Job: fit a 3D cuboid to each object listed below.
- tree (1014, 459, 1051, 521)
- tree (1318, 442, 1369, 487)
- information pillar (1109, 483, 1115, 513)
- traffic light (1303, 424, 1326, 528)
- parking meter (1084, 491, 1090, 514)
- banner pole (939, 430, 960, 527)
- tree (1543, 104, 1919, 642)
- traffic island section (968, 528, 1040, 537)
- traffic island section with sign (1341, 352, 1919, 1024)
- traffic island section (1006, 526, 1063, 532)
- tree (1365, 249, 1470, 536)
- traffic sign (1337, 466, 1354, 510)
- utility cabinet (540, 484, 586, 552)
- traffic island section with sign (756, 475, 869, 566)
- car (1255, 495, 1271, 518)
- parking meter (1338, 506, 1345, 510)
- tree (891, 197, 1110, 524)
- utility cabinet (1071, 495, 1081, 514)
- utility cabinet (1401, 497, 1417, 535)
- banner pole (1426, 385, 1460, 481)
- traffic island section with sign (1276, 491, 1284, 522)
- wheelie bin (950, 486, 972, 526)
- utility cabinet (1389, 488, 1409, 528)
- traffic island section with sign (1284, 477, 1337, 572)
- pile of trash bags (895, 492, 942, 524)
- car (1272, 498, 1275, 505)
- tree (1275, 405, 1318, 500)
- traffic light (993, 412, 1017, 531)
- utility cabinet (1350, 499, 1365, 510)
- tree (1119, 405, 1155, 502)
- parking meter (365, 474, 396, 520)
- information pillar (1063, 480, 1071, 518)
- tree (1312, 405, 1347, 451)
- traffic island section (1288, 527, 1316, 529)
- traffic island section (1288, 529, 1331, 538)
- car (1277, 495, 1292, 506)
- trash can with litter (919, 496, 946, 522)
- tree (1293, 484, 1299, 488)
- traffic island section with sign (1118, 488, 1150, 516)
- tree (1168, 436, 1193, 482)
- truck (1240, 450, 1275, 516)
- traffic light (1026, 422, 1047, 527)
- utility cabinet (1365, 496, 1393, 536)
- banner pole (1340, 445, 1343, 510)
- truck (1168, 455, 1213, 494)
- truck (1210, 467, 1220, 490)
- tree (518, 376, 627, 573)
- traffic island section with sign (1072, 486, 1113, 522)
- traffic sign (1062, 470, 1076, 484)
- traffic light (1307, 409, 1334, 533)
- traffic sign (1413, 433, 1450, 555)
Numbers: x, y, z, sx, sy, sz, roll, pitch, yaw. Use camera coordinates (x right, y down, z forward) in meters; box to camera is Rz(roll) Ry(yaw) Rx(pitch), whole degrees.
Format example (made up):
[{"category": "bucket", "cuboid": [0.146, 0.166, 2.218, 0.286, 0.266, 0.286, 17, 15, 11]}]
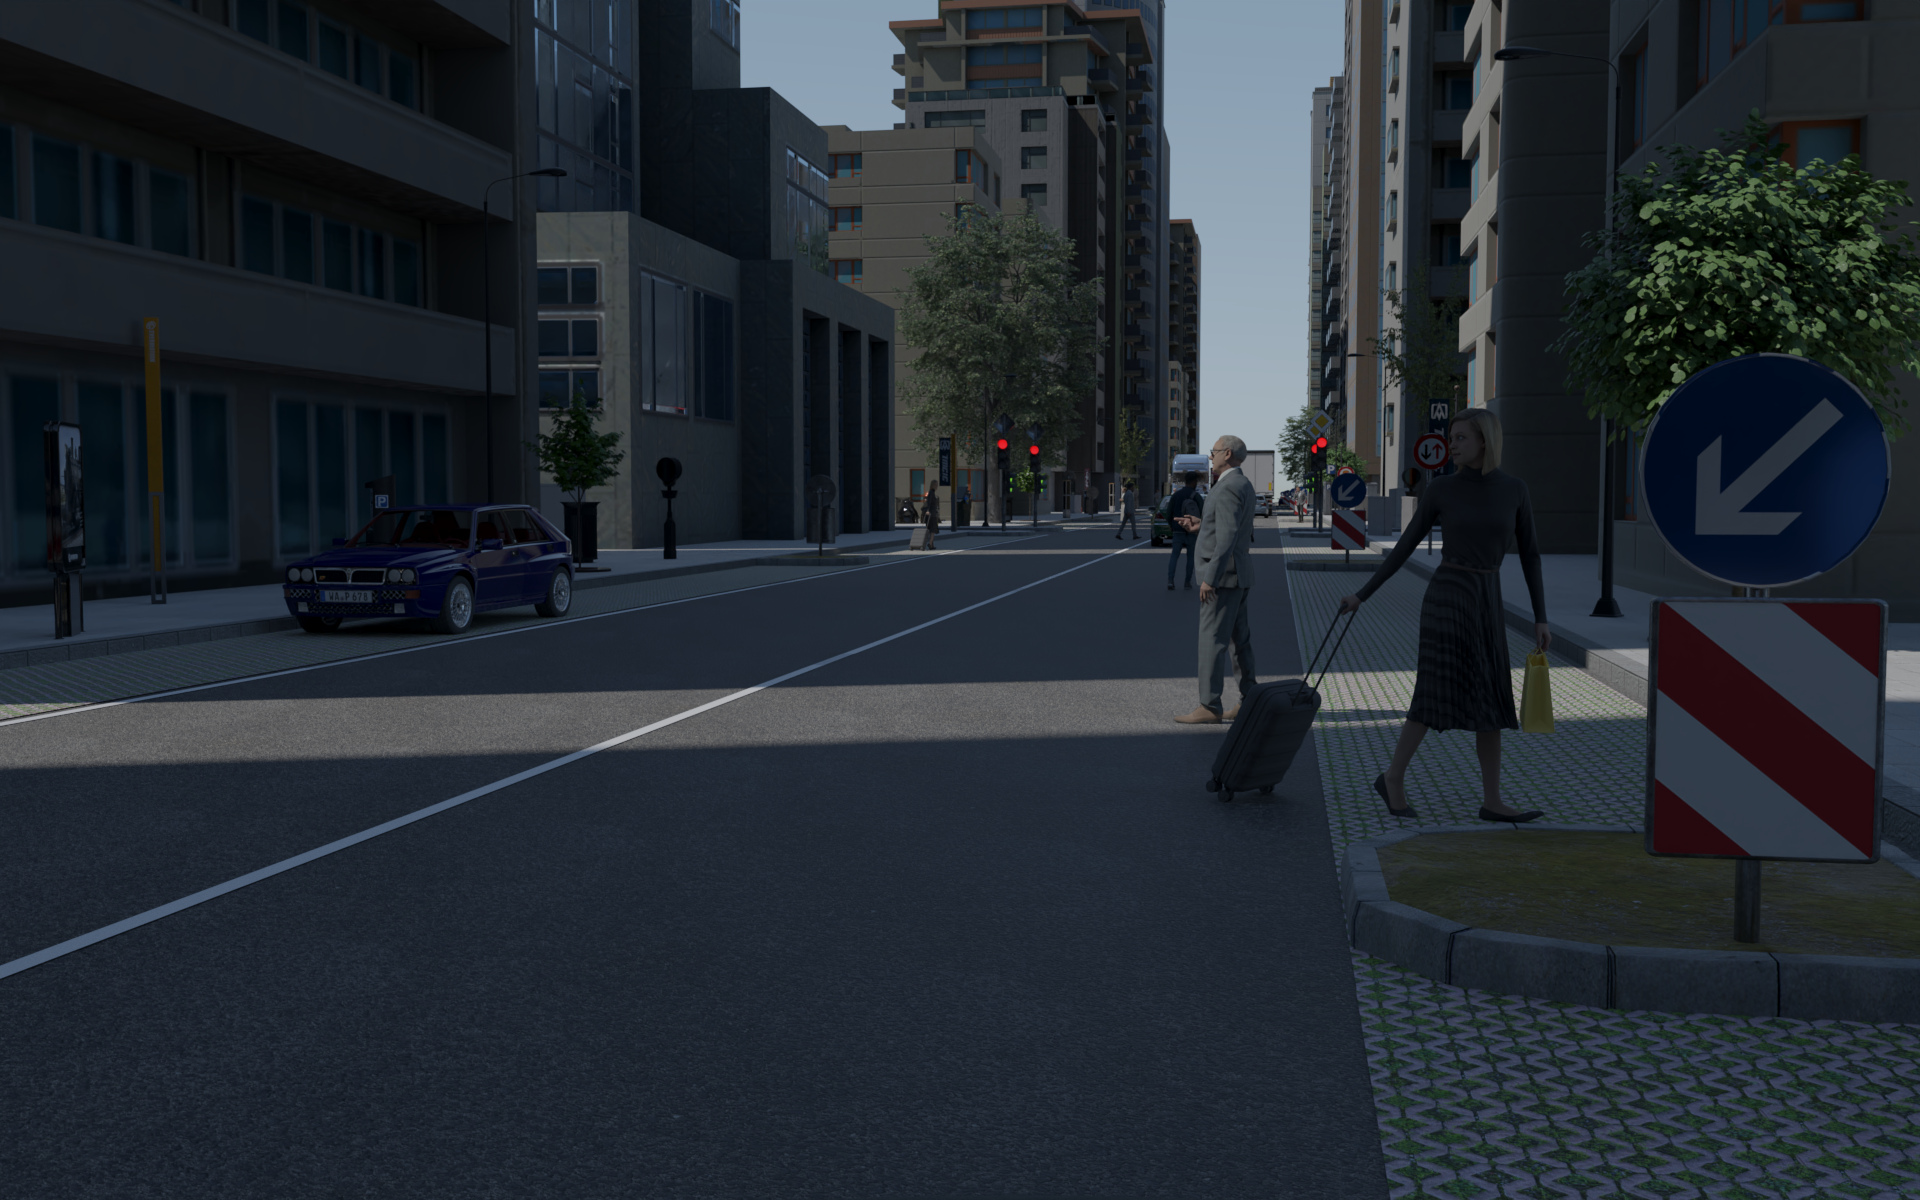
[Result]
[{"category": "tree", "cuboid": [3.213, -5.340, 81.918, 1.663, 3.219, 1.824, 0, 3, 0]}, {"category": "tree", "cuboid": [23.531, -7.556, 107.257, 4.285, 4.588, 4.351, 0, 3, 0]}, {"category": "information pillar", "cuboid": [10.346, -6.923, 117.685, 0.304, 2.012, 0.304, 2, 4, 29]}, {"category": "traffic light", "cuboid": [13.389, -4.673, 65.330, 0.839, 4.253, 0.868, 1, 4, 10]}, {"category": "parking meter", "cuboid": [8.270, -6.397, 113.002, 0.372, 1.533, 0.369, 0, 3, 0]}, {"category": "banner pole", "cuboid": [-0.425, -4.726, 67.289, 0.863, 3.779, 0.401, 1, 4, 12]}, {"category": "tree", "cuboid": [6.656, -1.892, 14.642, 4.285, 4.588, 4.351, 0, 3, 0]}, {"category": "traffic island section", "cuboid": [1.484, -2.275, 59.481, 2.009, 0.180, 2.903, 1, 4, 10]}, {"category": "traffic island section with sign", "cuboid": [2.288, 0.182, 5.654, 1.989, 1.847, 2.006, 1, 4, 10]}, {"category": "traffic island section", "cuboid": [2.906, -2.756, 67.339, 2.009, 0.180, 2.903, 1, 4, 10]}, {"category": "tree", "cuboid": [14.613, -6.272, 52.905, 4.737, 8.622, 4.395, 0, 3, 0]}, {"category": "traffic sign", "cuboid": [17.610, -4.831, 79.092, 0.768, 2.556, 0.104, 1, 4, 12]}, {"category": "utility cabinet", "cuboid": [-8.643, -1.750, 37.295, 0.318, 1.500, 1.173, 3, 5, 44]}, {"category": "traffic island section with sign", "cuboid": [-2.920, -1.624, 35.175, 1.989, 1.847, 2.006, 1, 4, 10]}, {"category": "car", "cuboid": [17.653, -5.631, 104.064, 2.014, 1.417, 4.499, 1, 4, 9]}, {"category": "parking meter", "cuboid": [22.586, -5.929, 102.643, 0.399, 1.863, 0.255, 3, 5, 45]}, {"category": "tree", "cuboid": [1.608, -10.317, 75.334, 9.857, 13.997, 8.962, 0, 3, 0]}, {"category": "utility cabinet", "cuboid": [7.640, -6.308, 114.299, 0.306, 1.237, 1.020, 2, 4, 31]}, {"category": "utility cabinet", "cuboid": [11.390, -2.001, 43.876, 0.306, 1.237, 1.020, 1, 4, 20]}, {"category": "banner pole", "cuboid": [11.196, -3.053, 39.934, 0.863, 3.779, 0.401, 0, 4, 2]}, {"category": "traffic island section with sign", "cuboid": [17.143, -4.840, 87.756, 1.989, 1.847, 2.006, 1, 4, 10]}, {"category": "wheelie bin", "cuboid": [0.049, -3.738, 69.020, 0.980, 1.594, 0.693, 3, 4, 38]}, {"category": "utility cabinet", "cuboid": [16.435, -3.440, 64.921, 0.318, 1.500, 1.173, 3, 4, 38]}, {"category": "traffic island section with sign", "cuboid": [7.184, -1.472, 32.688, 1.989, 1.847, 2.006, 1, 4, 10]}, {"category": "pile of trash bags", "cuboid": [-1.664, -4.031, 75.658, 1.912, 1.369, 3.447, 1, 4, 11]}, {"category": "car", "cuboid": [26.893, -8.870, 154.057, 2.155, 1.783, 4.494, 1, 4, 11]}, {"category": "tree", "cuboid": [43.912, -18.480, 220.280, 7.486, 12.596, 7.792, 0, 3, 0]}, {"category": "traffic light", "cuboid": [1.522, -4.307, 59.339, 0.839, 4.253, 0.868, 1, 4, 10]}, {"category": "utility cabinet", "cuboid": [18.788, -4.297, 81.410, 1.020, 1.237, 0.306, -3, 4, -37]}, {"category": "tree", "cuboid": [13.239, -11.531, 138.898, 4.737, 8.622, 4.395, 0, 3, 0]}, {"category": "parking meter", "cuboid": [-7.376, -0.835, 22.066, 0.372, 1.533, 0.369, 0, 3, 0]}, {"category": "information pillar", "cuboid": [5.670, -5.356, 92.055, 0.304, 2.012, 0.304, -2, 4, -32]}, {"category": "tree", "cuboid": [31.260, -11.883, 144.655, 4.360, 8.622, 3.978, 0, 3, 0]}, {"category": "traffic island section", "cuboid": [13.426, -2.640, 65.437, 2.009, 0.180, 2.903, 1, 4, 10]}, {"category": "traffic island section", "cuboid": [12.004, -2.159, 57.579, 2.009, 0.180, 2.903, 1, 4, 10]}, {"category": "car", "cuboid": [36.481, -11.086, 193.837, 1.945, 1.354, 3.894, 1, 4, 10]}, {"category": "trash can with litter", "cuboid": [-1.463, -4.293, 81.255, 1.678, 1.210, 2.233, 3, 4, 37]}, {"category": "tree", "cuboid": [56.397, -18.053, 289.772, 1.663, 3.219, 1.824, 0, 3, 0]}, {"category": "traffic island section with sign", "cuboid": [11.650, -6.545, 115.638, 1.989, 1.847, 2.006, 1, 4, 10]}, {"category": "tree", "cuboid": [27.728, -16.359, 217.839, 4.360, 8.622, 3.978, 0, 3, 0]}, {"category": "truck", "cuboid": [19.590, -7.751, 115.642, 2.839, 4.237, 11.283, 1, 4, 9]}, {"category": "traffic light", "cuboid": [2.944, -4.788, 67.197, 0.839, 4.253, 0.868, 1, 4, 10]}, {"category": "utility cabinet", "cuboid": [12.959, -2.585, 53.427, 0.306, 1.237, 1.020, -1, 4, -17]}, {"category": "banner pole", "cuboid": [19.613, -6.060, 89.100, 0.401, 3.779, 0.863, 1, 4, 13]}, {"category": "truck", "cuboid": [16.682, -8.184, 123.563, 2.967, 4.110, 18.799, 1, 4, 9]}, {"category": "truck", "cuboid": [27.914, -11.954, 184.356, 2.839, 4.237, 11.283, 1, 4, 10]}, {"category": "tree", "cuboid": [-6.225, -2.075, 28.521, 1.663, 3.219, 1.824, 0, 3, 0]}, {"category": "traffic island section with sign", "cuboid": [6.841, -4.923, 89.114, 1.989, 1.847, 2.006, 1, 4, 10]}, {"category": "traffic sign", "cuboid": [5.802, -5.665, 92.733, 0.768, 2.556, 0.104, 1, 4, 20]}, {"category": "traffic light", "cuboid": [11.967, -4.193, 57.472, 0.839, 4.253, 0.868, 1, 4, 10]}, {"category": "traffic sign", "cuboid": [9.881, -2.216, 36.337, 0.768, 2.556, 0.104, 1, 4, 12]}]
